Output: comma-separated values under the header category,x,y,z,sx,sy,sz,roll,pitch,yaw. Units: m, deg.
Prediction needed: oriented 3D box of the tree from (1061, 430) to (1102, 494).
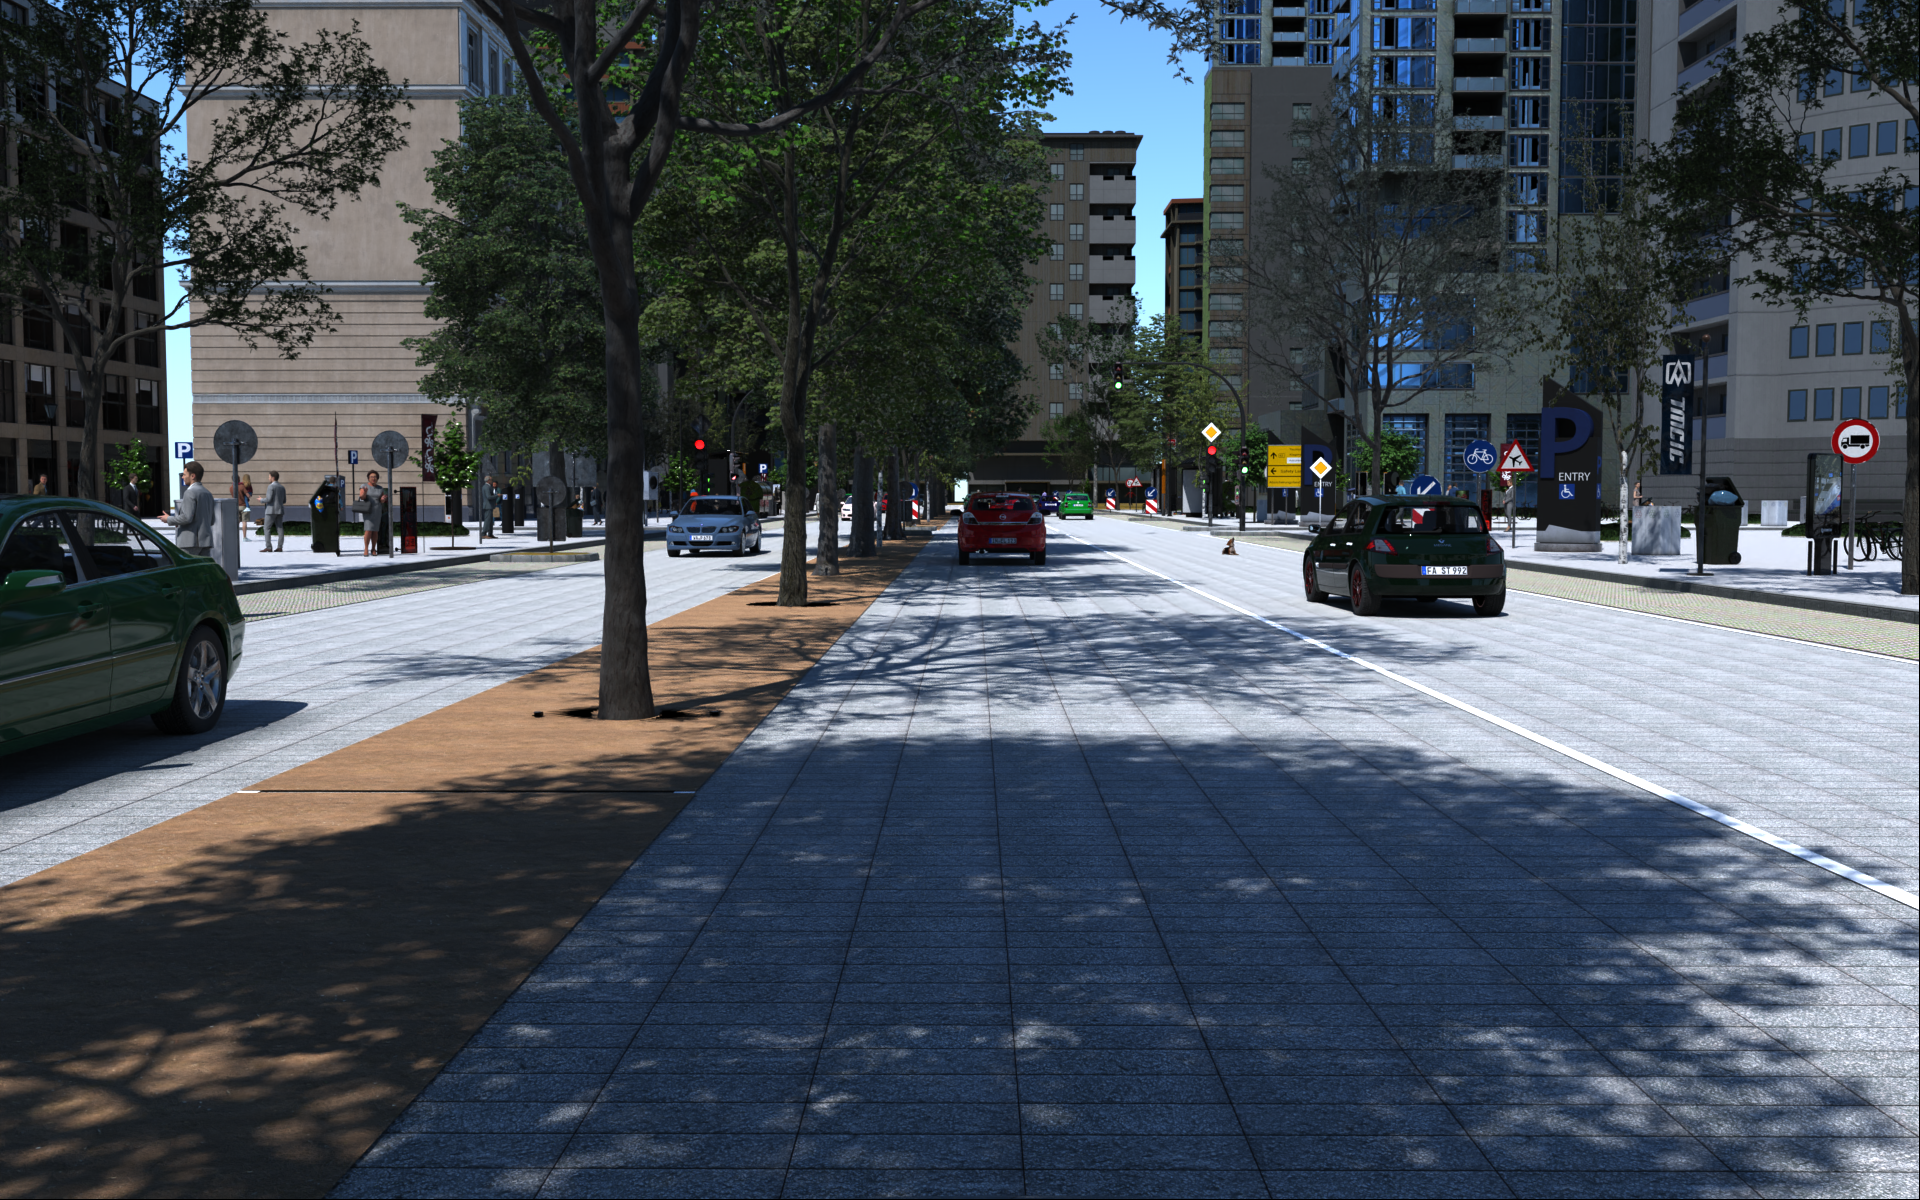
category,x,y,z,sx,sy,sz,roll,pitch,yaw
tree,12.972,-14.333,184.712,4.360,8.622,3.978,0,3,0

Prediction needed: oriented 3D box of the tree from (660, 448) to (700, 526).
category,x,y,z,sx,sy,sz,roll,pitch,yaw
tree,-11.505,-4.637,70.409,1.663,3.219,1.824,0,3,0

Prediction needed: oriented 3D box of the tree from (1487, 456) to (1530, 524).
category,x,y,z,sx,sy,sz,roll,pitch,yaw
tree,23.797,-4.971,75.872,1.663,3.219,1.824,0,3,0

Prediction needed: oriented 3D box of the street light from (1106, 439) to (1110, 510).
category,x,y,z,sx,sy,sz,roll,pitch,yaw
street light,11.786,-10.419,142.897,1.470,5.913,1.316,0,4,0

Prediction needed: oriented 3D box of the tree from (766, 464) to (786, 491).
category,x,y,z,sx,sy,sz,roll,pitch,yaw
tree,-11.768,-7.003,109.099,1.663,3.219,1.824,0,3,0

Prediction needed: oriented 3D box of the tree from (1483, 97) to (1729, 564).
category,x,y,z,sx,sy,sz,roll,pitch,yaw
tree,11.952,-4.959,31.448,4.360,8.622,3.978,0,3,0

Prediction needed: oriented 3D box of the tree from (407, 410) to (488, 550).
category,x,y,z,sx,sy,sz,roll,pitch,yaw
tree,-11.599,-2.768,39.860,1.663,3.219,1.824,0,3,0

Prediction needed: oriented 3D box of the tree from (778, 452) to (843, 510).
category,x,y,z,sx,sy,sz,roll,pitch,yaw
tree,-11.283,-8.549,123.495,4.285,4.588,4.351,0,3,0

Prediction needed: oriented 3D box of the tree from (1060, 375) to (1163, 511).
category,x,y,z,sx,sy,sz,roll,pitch,yaw
tree,12.245,-12.258,134.830,8.767,10.594,7.601,-1,4,-17

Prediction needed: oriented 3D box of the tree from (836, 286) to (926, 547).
category,x,y,z,sx,sy,sz,roll,pitch,yaw
tree,-2.181,-5.733,46.559,4.360,8.622,3.978,0,3,0

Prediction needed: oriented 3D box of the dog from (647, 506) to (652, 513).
category,x,y,z,sx,sy,sz,roll,pitch,yaw
dog,-19.743,-5.678,109.664,0.406,0.507,0.540,0,4,3

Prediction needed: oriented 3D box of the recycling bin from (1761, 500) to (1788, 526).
category,x,y,z,sx,sy,sz,roll,pitch,yaw
recycling bin,32.445,-3.453,69.006,0.722,1.027,0.722,-2,4,-31

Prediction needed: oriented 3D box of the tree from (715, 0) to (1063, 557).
category,x,y,z,sx,sy,sz,roll,pitch,yaw
tree,-2.260,-7.957,39.202,9.857,13.997,8.962,0,3,0

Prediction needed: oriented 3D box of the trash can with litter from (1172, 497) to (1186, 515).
category,x,y,z,sx,sy,sz,roll,pitch,yaw
trash can with litter,14.936,-6.111,110.965,1.678,1.210,2.233,-2,4,-27

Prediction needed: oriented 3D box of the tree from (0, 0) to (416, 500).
category,x,y,z,sx,sy,sz,roll,pitch,yaw
tree,-12.247,-5.487,24.121,7.601,10.594,8.767,3,5,40

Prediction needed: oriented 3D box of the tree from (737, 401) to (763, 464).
category,x,y,z,sx,sy,sz,roll,pitch,yaw
tree,-16.872,-11.034,130.762,4.360,8.622,3.978,0,3,0

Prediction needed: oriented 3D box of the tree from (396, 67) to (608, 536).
category,x,y,z,sx,sy,sz,roll,pitch,yaw
tree,-12.213,-8.915,52.416,9.857,13.997,8.962,0,3,0

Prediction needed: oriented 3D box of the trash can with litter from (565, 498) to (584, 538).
category,x,y,z,sx,sy,sz,roll,pitch,yaw
trash can with litter,-11.612,-2.425,51.033,1.055,1.170,0.624,-1,4,-15

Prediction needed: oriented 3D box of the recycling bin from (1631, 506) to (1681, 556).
category,x,y,z,sx,sy,sz,roll,pitch,yaw
recycling bin,14.691,-1.467,36.542,0.722,1.027,0.722,-2,4,-33

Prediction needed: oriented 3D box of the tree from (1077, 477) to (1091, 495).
category,x,y,z,sx,sy,sz,roll,pitch,yaw
tree,13.961,-11.964,190.215,1.663,3.219,1.824,0,3,0

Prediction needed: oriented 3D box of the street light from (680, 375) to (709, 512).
category,x,y,z,sx,sy,sz,roll,pitch,yaw
street light,-10.374,-5.825,67.787,1.470,5.913,1.316,0,4,0

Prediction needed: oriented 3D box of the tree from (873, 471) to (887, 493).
category,x,y,z,sx,sy,sz,roll,pitch,yaw
tree,-9.887,-14.349,218.322,4.285,4.588,4.351,0,3,0

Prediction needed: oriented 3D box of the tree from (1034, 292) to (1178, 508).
category,x,y,z,sx,sy,sz,roll,pitch,yaw
tree,14.023,-18.672,161.175,12.611,20.169,13.585,0,3,0

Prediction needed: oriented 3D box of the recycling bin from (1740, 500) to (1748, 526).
category,x,y,z,sx,sy,sz,roll,pitch,yaw
recycling bin,31.235,-3.499,69.768,0.722,1.027,0.722,-3,5,-40

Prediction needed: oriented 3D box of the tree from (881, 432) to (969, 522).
category,x,y,z,sx,sy,sz,roll,pitch,yaw
tree,-1.583,-8.301,88.545,4.737,8.622,4.395,0,3,0

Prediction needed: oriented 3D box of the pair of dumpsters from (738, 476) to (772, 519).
category,x,y,z,sx,sy,sz,roll,pitch,yaw
pair of dumpsters,-10.900,-5.434,91.343,1.574,2.255,4.437,0,4,0

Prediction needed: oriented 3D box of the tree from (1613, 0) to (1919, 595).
category,x,y,z,sx,sy,sz,roll,pitch,yaw
tree,11.821,-5.342,21.754,7.601,10.594,8.767,-1,4,-10

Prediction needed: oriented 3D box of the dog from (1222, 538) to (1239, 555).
category,x,y,z,sx,sy,sz,roll,pitch,yaw
dog,6.442,-1.269,40.945,0.550,0.427,0.748,2,4,30

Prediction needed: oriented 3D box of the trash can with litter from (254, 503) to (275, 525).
category,x,y,z,sx,sy,sz,roll,pitch,yaw
trash can with litter,-28.383,-3.640,70.904,1.055,1.170,0.624,0,4,4

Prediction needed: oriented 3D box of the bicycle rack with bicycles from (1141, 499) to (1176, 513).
category,x,y,z,sx,sy,sz,roll,pitch,yaw
bicycle rack with bicycles,13.166,-6.265,115.817,2.852,0.926,2.925,2,4,27

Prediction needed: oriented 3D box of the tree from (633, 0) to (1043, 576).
category,x,y,z,sx,sy,sz,roll,pitch,yaw
tree,-2.423,-6.715,30.382,7.486,12.596,7.792,0,3,0

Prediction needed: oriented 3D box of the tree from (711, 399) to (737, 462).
category,x,y,z,sx,sy,sz,roll,pitch,yaw
tree,-16.976,-9.757,109.886,4.360,8.622,3.978,0,3,0

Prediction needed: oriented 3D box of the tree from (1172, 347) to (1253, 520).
category,x,y,z,sx,sy,sz,roll,pitch,yaw
tree,12.250,-8.261,85.423,4.737,8.622,4.395,0,3,0

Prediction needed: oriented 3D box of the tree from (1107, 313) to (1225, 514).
category,x,y,z,sx,sy,sz,roll,pitch,yaw
tree,12.683,-11.696,109.353,7.486,12.596,7.792,0,3,0

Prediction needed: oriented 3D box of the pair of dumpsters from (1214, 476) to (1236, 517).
category,x,y,z,sx,sy,sz,roll,pitch,yaw
pair of dumpsters,14.895,-5.816,97.580,1.574,2.255,4.437,0,4,0

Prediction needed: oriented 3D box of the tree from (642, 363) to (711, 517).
category,x,y,z,sx,sy,sz,roll,pitch,yaw
tree,-16.312,-8.904,95.934,4.360,8.622,3.978,0,3,0

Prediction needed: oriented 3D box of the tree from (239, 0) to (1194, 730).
category,x,y,z,sx,sy,sz,roll,pitch,yaw
tree,-2.102,-5.975,10.512,12.009,13.543,11.850,0,3,0

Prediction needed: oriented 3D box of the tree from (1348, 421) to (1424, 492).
category,x,y,z,sx,sy,sz,roll,pitch,yaw
tree,19.137,-5.755,77.801,4.285,4.588,4.351,0,3,0

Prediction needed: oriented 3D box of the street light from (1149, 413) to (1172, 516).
category,x,y,z,sx,sy,sz,roll,pitch,yaw
street light,11.505,-7.753,99.295,1.470,5.913,1.316,0,4,0

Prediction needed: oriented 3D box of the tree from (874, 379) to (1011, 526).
category,x,y,z,sx,sy,sz,roll,pitch,yaw
tree,-2.039,-8.151,70.145,8.767,10.594,7.601,0,4,0

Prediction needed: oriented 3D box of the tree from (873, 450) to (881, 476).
category,x,y,z,sx,sy,sz,roll,pitch,yaw
tree,-10.371,-14.601,189.080,4.737,8.622,4.395,0,3,0

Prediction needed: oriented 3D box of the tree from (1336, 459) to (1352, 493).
category,x,y,z,sx,sy,sz,roll,pitch,yaw
tree,17.838,-5.364,82.301,1.663,3.219,1.824,0,3,0

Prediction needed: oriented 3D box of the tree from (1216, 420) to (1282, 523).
category,x,y,z,sx,sy,sz,roll,pitch,yaw
tree,13.040,-5.712,77.098,4.285,4.588,4.351,0,3,0

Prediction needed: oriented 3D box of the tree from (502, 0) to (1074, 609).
category,x,y,z,sx,sy,sz,roll,pitch,yaw
tree,-2.019,-5.713,21.617,9.928,11.665,9.643,0,3,0

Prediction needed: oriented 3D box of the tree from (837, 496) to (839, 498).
category,x,y,z,sx,sy,sz,roll,pitch,yaw
tree,-12.463,-18.338,155.713,12.611,20.169,13.585,0,3,0

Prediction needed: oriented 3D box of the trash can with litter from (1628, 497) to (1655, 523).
category,x,y,z,sx,sy,sz,roll,pitch,yaw
trash can with litter,26.599,-3.443,67.683,1.055,1.170,0.624,2,4,31

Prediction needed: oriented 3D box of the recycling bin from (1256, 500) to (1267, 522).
category,x,y,z,sx,sy,sz,roll,pitch,yaw
recycling bin,14.100,-4.134,80.150,0.722,1.027,0.722,0,4,7

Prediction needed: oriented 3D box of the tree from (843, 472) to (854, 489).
category,x,y,z,sx,sy,sz,roll,pitch,yaw
tree,-10.344,-9.652,141.517,4.285,4.588,4.351,0,3,0

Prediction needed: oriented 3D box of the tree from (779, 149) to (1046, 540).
category,x,y,z,sx,sy,sz,roll,pitch,yaw
tree,-2.076,-8.201,53.547,9.611,12.733,9.660,0,3,0
